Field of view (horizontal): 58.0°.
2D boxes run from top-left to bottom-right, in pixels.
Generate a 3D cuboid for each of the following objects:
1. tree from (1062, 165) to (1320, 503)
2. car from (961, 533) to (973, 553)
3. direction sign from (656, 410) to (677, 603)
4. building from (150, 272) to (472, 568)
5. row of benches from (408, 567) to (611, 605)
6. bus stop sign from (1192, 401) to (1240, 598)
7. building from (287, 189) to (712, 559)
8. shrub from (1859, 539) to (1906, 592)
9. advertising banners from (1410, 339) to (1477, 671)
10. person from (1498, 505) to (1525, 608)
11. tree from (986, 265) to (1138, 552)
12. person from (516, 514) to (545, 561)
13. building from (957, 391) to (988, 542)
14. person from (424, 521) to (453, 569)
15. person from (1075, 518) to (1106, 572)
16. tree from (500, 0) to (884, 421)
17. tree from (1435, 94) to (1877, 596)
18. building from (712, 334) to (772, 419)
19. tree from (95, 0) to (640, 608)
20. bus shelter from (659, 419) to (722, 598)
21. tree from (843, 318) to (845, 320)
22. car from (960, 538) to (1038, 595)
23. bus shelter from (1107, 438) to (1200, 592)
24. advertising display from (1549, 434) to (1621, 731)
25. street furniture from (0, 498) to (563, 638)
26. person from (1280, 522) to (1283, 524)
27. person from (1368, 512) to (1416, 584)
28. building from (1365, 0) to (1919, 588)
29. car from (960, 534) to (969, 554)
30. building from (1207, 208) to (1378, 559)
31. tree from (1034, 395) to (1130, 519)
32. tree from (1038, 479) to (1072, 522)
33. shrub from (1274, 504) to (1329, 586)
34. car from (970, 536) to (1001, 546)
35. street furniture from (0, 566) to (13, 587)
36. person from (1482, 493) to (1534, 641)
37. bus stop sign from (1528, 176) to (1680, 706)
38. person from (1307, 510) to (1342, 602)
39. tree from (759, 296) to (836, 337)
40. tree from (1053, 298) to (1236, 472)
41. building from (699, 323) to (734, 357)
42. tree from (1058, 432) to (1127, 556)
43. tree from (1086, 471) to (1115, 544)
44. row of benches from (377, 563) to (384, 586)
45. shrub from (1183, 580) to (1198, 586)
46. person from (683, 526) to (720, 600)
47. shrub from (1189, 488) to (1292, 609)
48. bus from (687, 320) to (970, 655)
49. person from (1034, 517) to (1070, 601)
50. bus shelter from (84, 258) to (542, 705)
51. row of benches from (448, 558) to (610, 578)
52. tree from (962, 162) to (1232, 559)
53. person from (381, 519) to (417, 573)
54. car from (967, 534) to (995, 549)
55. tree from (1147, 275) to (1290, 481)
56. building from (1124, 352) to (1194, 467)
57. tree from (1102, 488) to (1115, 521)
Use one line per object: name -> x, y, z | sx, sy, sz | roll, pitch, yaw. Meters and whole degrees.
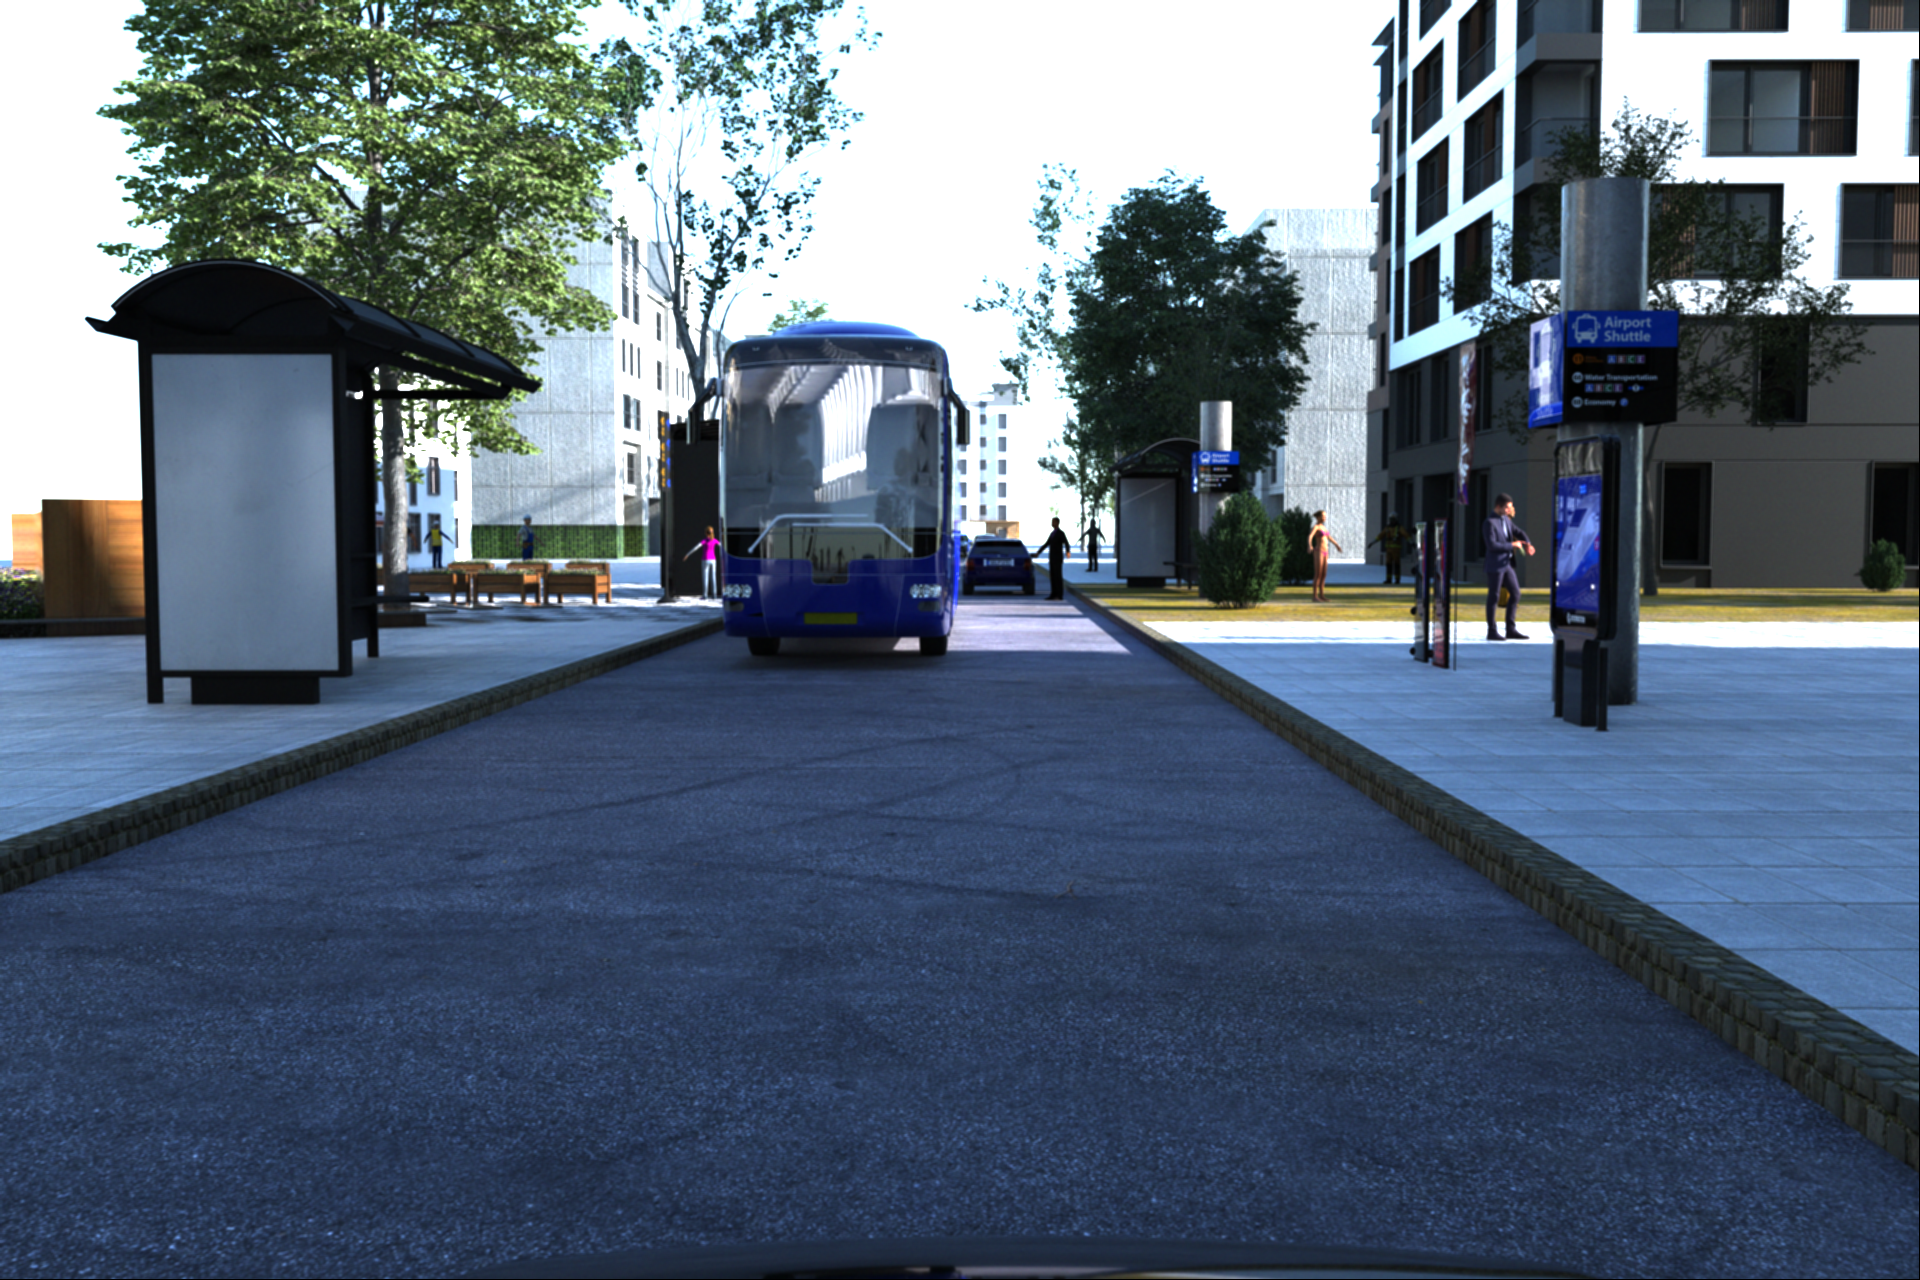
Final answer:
tree -> 7.986, -9.398, 60.314 | 9.857, 13.997, 8.962 | 0, 3, 0
car -> -0.064, -7.030, 124.533 | 1.945, 1.707, 3.694 | 0, 4, 0
direction sign -> -5.459, -2.453, 32.097 | 0.379, 3.537, 0.876 | 0, 4, 1
building -> -24.752, -7.809, 69.833 | 9.099, 9.664, 28.070 | 0, 4, 2
row of benches -> -8.370, -1.028, 32.265 | 4.104, 0.672, 1.422 | 1, 4, 14
bus stop sign -> 5.097, -2.788, 34.598 | 0.837, 3.901, 0.837 | 0, 3, 0
building -> -25.861, -14.586, 104.941 | 16.747, 18.905, 31.486 | 0, 4, 1
shrub -> 20.464, -1.669, 38.400 | 1.383, 1.207, 1.383 | 0, 3, 0
advertising banners -> 4.645, -1.253, 16.672 | 0.090, 3.025, 2.074 | 0, 4, 1
person -> 9.575, -1.475, 30.254 | 0.704, 1.812, 1.346 | 0, 4, 3
tree -> 8.198, -16.379, 123.689 | 12.611, 20.169, 13.585 | 0, 3, 0
person -> -12.464, -2.701, 50.025 | 0.705, 1.847, 1.347 | 1, 4, 19
building -> -3.429, -22.105, 220.292 | 11.380, 20.090, 16.016 | 0, 4, -6
person -> -19.338, -3.530, 64.187 | 1.216, 1.772, 0.721 | 1, 4, 15
person -> 4.518, -3.245, 59.189 | 1.348, 1.813, 0.705 | -2, 4, -34
tree -> -9.083, -11.972, 51.629 | 12.611, 20.169, 13.585 | 0, 3, 0
tree -> 14.480, -6.224, 36.177 | 8.767, 10.594, 7.601 | 0, 4, 7
building -> -21.937, -18.858, 164.754 | 16.016, 20.090, 11.380 | 0, 4, 1
tree -> -8.183, -6.482, 24.103 | 7.486, 12.596, 7.792 | 0, 3, 0
bus shelter -> -5.100, -2.830, 37.554 | 1.731, 3.624, 6.357 | 0, 4, 1
tree -> -7.505, -11.510, 98.553 | 12.009, 13.543, 11.850 | 0, 3, 0
car -> 0.933, -1.799, 41.999 | 1.945, 1.354, 3.894 | 0, 4, 1
bus shelter -> 4.581, -2.765, 39.125 | 2.014, 3.302, 5.546 | 0, 4, 0
advertising display -> 4.192, -0.394, 11.655 | 0.123, 1.923, 0.974 | 0, 4, 1
street furniture -> -12.489, -1.152, 25.685 | 11.010, 1.723, 9.812 | -2, 4, -32
person -> 11.614, -3.397, 62.269 | 0.721, 1.740, 1.216 | 0, 4, -5
person -> 11.197, -2.386, 44.778 | 1.354, 1.858, 0.705 | 3, 5, 42
building -> 27.461, -12.988, 56.332 | 27.936, 21.610, 32.646 | 0, 4, 1
car -> -0.380, -6.759, 120.301 | 2.009, 1.686, 4.222 | 0, 4, 1
building -> 24.949, -14.441, 102.561 | 16.747, 18.905, 31.486 | 0, 4, 1
tree -> 8.414, -10.843, 111.688 | 8.767, 10.594, 7.601 | 2, 4, 27
tree -> 12.352, -16.264, 216.277 | 4.360, 8.622, 3.978 | 0, 3, 0
shrub -> 8.367, -2.377, 43.284 | 1.690, 2.028, 1.600 | 0, 3, 0
car -> 1.446, -4.496, 86.094 | 1.945, 1.354, 3.894 | 0, 4, 1
street furniture -> -21.054, -1.575, 32.599 | 11.010, 1.723, 9.812 | -1, 4, -19
person -> 6.634, -0.879, 20.864 | 0.683, 1.767, 0.568 | -3, 5, -45
bus stop sign -> 4.856, -1.476, 13.144 | 0.837, 3.901, 0.837 | 0, 4, 1
person -> 6.915, -1.596, 32.903 | 0.721, 1.733, 1.217 | 3, 5, 41
tree -> -7.571, -10.100, 83.261 | 7.486, 12.596, 7.792 | 0, 3, 0
tree -> 7.905, -9.025, 73.313 | 9.928, 11.665, 9.643 | 0, 3, 0
building -> -26.263, -21.850, 188.171 | 19.493, 23.208, 18.063 | 0, 4, 1
tree -> 7.979, -9.148, 99.937 | 4.737, 8.622, 4.395 | 0, 3, 0
tree -> 19.650, -17.625, 222.579 | 7.601, 10.594, 8.767 | 0, 3, 0
row of benches -> -14.042, -1.379, 38.003 | 4.104, 0.672, 1.422 | 1, 4, 20
shrub -> 6.074, -2.391, 43.139 | 1.661, 2.075, 1.752 | 0, 3, 0
person -> -4.922, -1.500, 33.785 | 0.991, 1.433, 0.599 | -2, 4, -32
shrub -> 4.811, -1.571, 29.733 | 1.661, 2.075, 1.752 | 0, 3, 0
bus -> -1.298, -1.970, 23.752 | 2.896, 3.916, 12.251 | 0, 4, 0
person -> 2.046, -1.755, 37.375 | 0.704, 1.802, 1.346 | -2, 4, -29
bus shelter -> -5.394, -1.319, 15.491 | 2.014, 3.302, 5.546 | 0, 3, 0
row of benches -> -10.958, -1.730, 43.755 | 4.104, 0.672, 1.422 | 0, 4, -7
tree -> 6.937, -14.284, 89.431 | 12.611, 20.169, 13.585 | 0, 3, 0
person -> -15.368, -2.536, 47.608 | 1.345, 1.843, 0.704 | 2, 4, 29
car -> 1.439, -5.567, 101.246 | 2.015, 1.641, 3.980 | 0, 4, 0
tree -> 6.844, -6.100, 50.095 | 4.360, 8.622, 3.978 | 0, 3, 0
building -> 26.155, -20.922, 173.009 | 19.493, 23.208, 18.063 | 0, 4, 1
tree -> 19.794, -16.226, 215.654 | 4.737, 8.622, 4.395 | 0, 3, 0
